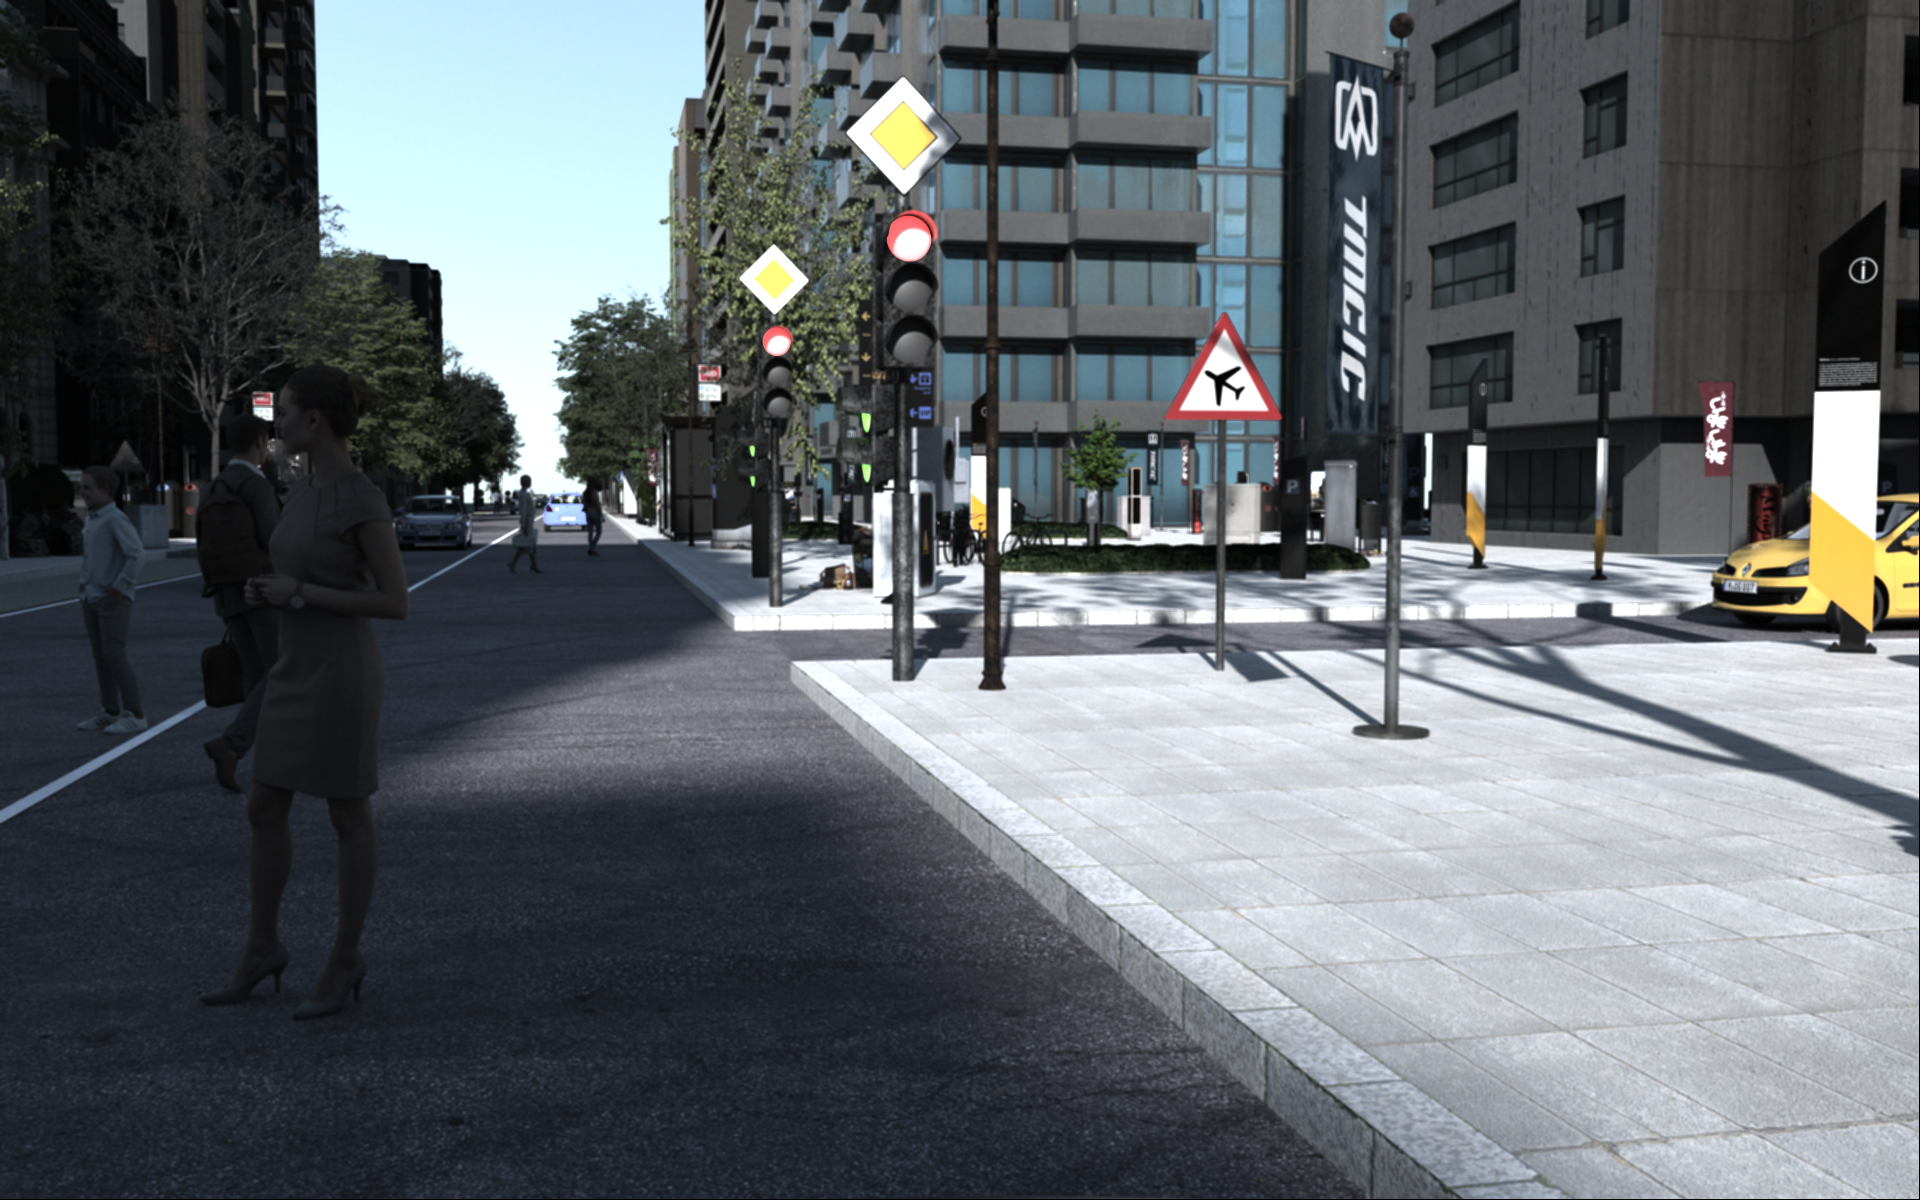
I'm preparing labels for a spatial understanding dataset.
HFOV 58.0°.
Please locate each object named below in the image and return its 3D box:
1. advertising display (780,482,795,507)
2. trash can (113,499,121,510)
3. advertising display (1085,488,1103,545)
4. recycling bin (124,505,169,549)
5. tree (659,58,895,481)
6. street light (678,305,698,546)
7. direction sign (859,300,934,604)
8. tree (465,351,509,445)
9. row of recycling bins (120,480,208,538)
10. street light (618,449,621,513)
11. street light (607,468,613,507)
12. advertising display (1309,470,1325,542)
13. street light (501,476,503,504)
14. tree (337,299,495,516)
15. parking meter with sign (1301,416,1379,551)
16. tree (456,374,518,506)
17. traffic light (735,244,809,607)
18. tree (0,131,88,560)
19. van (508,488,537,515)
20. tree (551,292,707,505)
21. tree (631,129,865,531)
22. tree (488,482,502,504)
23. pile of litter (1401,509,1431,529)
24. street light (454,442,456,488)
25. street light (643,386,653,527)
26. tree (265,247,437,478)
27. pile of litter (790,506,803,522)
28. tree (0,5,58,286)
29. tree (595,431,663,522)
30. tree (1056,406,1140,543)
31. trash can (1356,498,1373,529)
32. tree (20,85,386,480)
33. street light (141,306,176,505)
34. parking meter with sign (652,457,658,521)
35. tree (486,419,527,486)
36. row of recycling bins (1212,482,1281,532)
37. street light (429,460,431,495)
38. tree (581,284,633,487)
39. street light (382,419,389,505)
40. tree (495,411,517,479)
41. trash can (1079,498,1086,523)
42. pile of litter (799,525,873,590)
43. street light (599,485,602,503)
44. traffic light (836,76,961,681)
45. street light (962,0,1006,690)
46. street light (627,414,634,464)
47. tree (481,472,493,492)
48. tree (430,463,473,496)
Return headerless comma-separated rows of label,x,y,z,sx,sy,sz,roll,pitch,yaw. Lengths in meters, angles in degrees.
advertising display,-9.242,-5.347,92.634,0.974,1.923,0.123,-3,5,-40
trash can,-25.881,-2.559,53.496,0.748,1.137,0.748,0,3,0
advertising display,3.231,-2.235,41.761,0.123,1.923,0.974,-1,4,-14
recycling bin,-19.102,-1.719,40.664,0.722,1.027,0.722,2,4,34
tree,-3.048,-4.882,30.176,4.737,8.622,4.395,0,3,0
street light,-6.608,-4.261,42.451,0.468,5.910,1.993,-1,4,-12
direction sign,-0.743,-1.731,20.300,0.876,3.537,0.379,0,4,-5
tree,-38.961,-13.404,129.524,12.009,13.543,11.850,0,3,0
row of recycling bins,-22.638,-2.647,50.399,3.534,1.692,1.069,0,4,1
street light,-23.052,-8.823,117.049,0.468,5.910,1.993,-1,4,-12
street light,-28.479,-10.346,141.941,0.468,5.910,1.993,-1,4,-12
advertising display,9.797,-2.505,46.176,0.974,1.923,0.123,2,4,32
street light,-59.051,-15.314,223.173,0.468,5.910,1.993,-1,4,-12
tree,-33.566,-11.311,101.944,9.611,12.733,9.660,0,3,0
parking meter with sign,8.580,-2.614,38.997,1.738,3.016,0.543,0,4,7
tree,-51.480,-16.955,183.873,9.857,13.997,8.962,0,3,0
traffic light,-2.117,-1.877,19.616,0.839,4.253,0.868,-1,4,-12
tree,-18.652,-5.065,33.167,4.737,8.622,4.395,0,3,0
van,-30.787,-7.031,121.970,2.013,2.044,4.112,-1,4,-12
tree,-20.650,-12.302,107.796,9.857,13.997,8.962,0,3,0
tree,-3.981,-5.224,35.774,4.360,8.622,3.978,0,3,0
tree,-61.345,-14.312,228.603,1.663,3.219,1.824,0,3,0
pile of litter,15.852,-2.835,60.313,1.176,0.858,1.719,-2,4,-34
street light,-41.333,-10.338,141.815,0.468,5.910,1.993,-1,4,-12
street light,-12.121,-5.801,67.636,0.468,5.910,1.993,-1,4,-12
tree,-28.356,-9.921,80.330,7.486,12.596,7.792,0,3,0
pile of litter,-5.852,-2.972,62.555,1.719,0.858,1.176,-1,4,-23
tree,-16.413,-5.994,23.763,9.928,11.665,9.643,0,3,0
tree,-13.879,-5.903,80.227,4.285,4.588,4.351,0,3,0
tree,3.045,-2.668,38.224,1.663,3.219,1.824,0,3,0
trash can,14.845,-3.194,63.871,0.748,1.137,0.748,0,3,0
tree,-22.669,-8.686,52.392,12.009,13.543,11.850,0,3,0
street light,-19.682,-4.274,42.660,0.468,5.910,1.993,-1,4,-12
parking meter with sign,-14.165,-5.343,83.617,1.738,3.016,0.543,-3,5,-39
tree,-63.851,-19.181,239.364,9.928,11.665,9.643,0,3,0
row of recycling bins,9.847,-3.151,58.638,3.534,1.692,1.069,-2,4,-27
street light,-35.809,-8.817,116.944,0.468,5.910,1.993,-1,4,-12
tree,-10.576,-6.654,59.159,4.360,8.622,3.978,0,3,0
street light,-30.433,-7.294,92.040,0.468,5.910,1.993,-1,4,-12
tree,-44.705,-14.576,155.322,9.611,12.733,9.660,0,3,0
trash can,4.696,-3.134,62.901,0.748,1.137,0.748,0,3,0
pile of litter,-1.414,-0.599,23.753,1.719,0.858,1.176,-1,4,-13
street light,-40.527,-13.724,197.173,0.468,5.910,1.993,-1,4,-12
traffic light,-0.410,-1.400,11.814,0.839,4.253,0.868,-1,4,-12
street light,0.211,-2.351,11.228,0.468,5.910,1.993,-1,4,-12
street light,-17.647,-7.328,92.600,0.468,5.910,1.993,-1,4,-12
tree,-58.900,-16.286,216.632,4.737,8.622,4.395,0,3,0
tree,-42.737,-9.895,145.494,4.285,4.588,4.351,0,3,0
